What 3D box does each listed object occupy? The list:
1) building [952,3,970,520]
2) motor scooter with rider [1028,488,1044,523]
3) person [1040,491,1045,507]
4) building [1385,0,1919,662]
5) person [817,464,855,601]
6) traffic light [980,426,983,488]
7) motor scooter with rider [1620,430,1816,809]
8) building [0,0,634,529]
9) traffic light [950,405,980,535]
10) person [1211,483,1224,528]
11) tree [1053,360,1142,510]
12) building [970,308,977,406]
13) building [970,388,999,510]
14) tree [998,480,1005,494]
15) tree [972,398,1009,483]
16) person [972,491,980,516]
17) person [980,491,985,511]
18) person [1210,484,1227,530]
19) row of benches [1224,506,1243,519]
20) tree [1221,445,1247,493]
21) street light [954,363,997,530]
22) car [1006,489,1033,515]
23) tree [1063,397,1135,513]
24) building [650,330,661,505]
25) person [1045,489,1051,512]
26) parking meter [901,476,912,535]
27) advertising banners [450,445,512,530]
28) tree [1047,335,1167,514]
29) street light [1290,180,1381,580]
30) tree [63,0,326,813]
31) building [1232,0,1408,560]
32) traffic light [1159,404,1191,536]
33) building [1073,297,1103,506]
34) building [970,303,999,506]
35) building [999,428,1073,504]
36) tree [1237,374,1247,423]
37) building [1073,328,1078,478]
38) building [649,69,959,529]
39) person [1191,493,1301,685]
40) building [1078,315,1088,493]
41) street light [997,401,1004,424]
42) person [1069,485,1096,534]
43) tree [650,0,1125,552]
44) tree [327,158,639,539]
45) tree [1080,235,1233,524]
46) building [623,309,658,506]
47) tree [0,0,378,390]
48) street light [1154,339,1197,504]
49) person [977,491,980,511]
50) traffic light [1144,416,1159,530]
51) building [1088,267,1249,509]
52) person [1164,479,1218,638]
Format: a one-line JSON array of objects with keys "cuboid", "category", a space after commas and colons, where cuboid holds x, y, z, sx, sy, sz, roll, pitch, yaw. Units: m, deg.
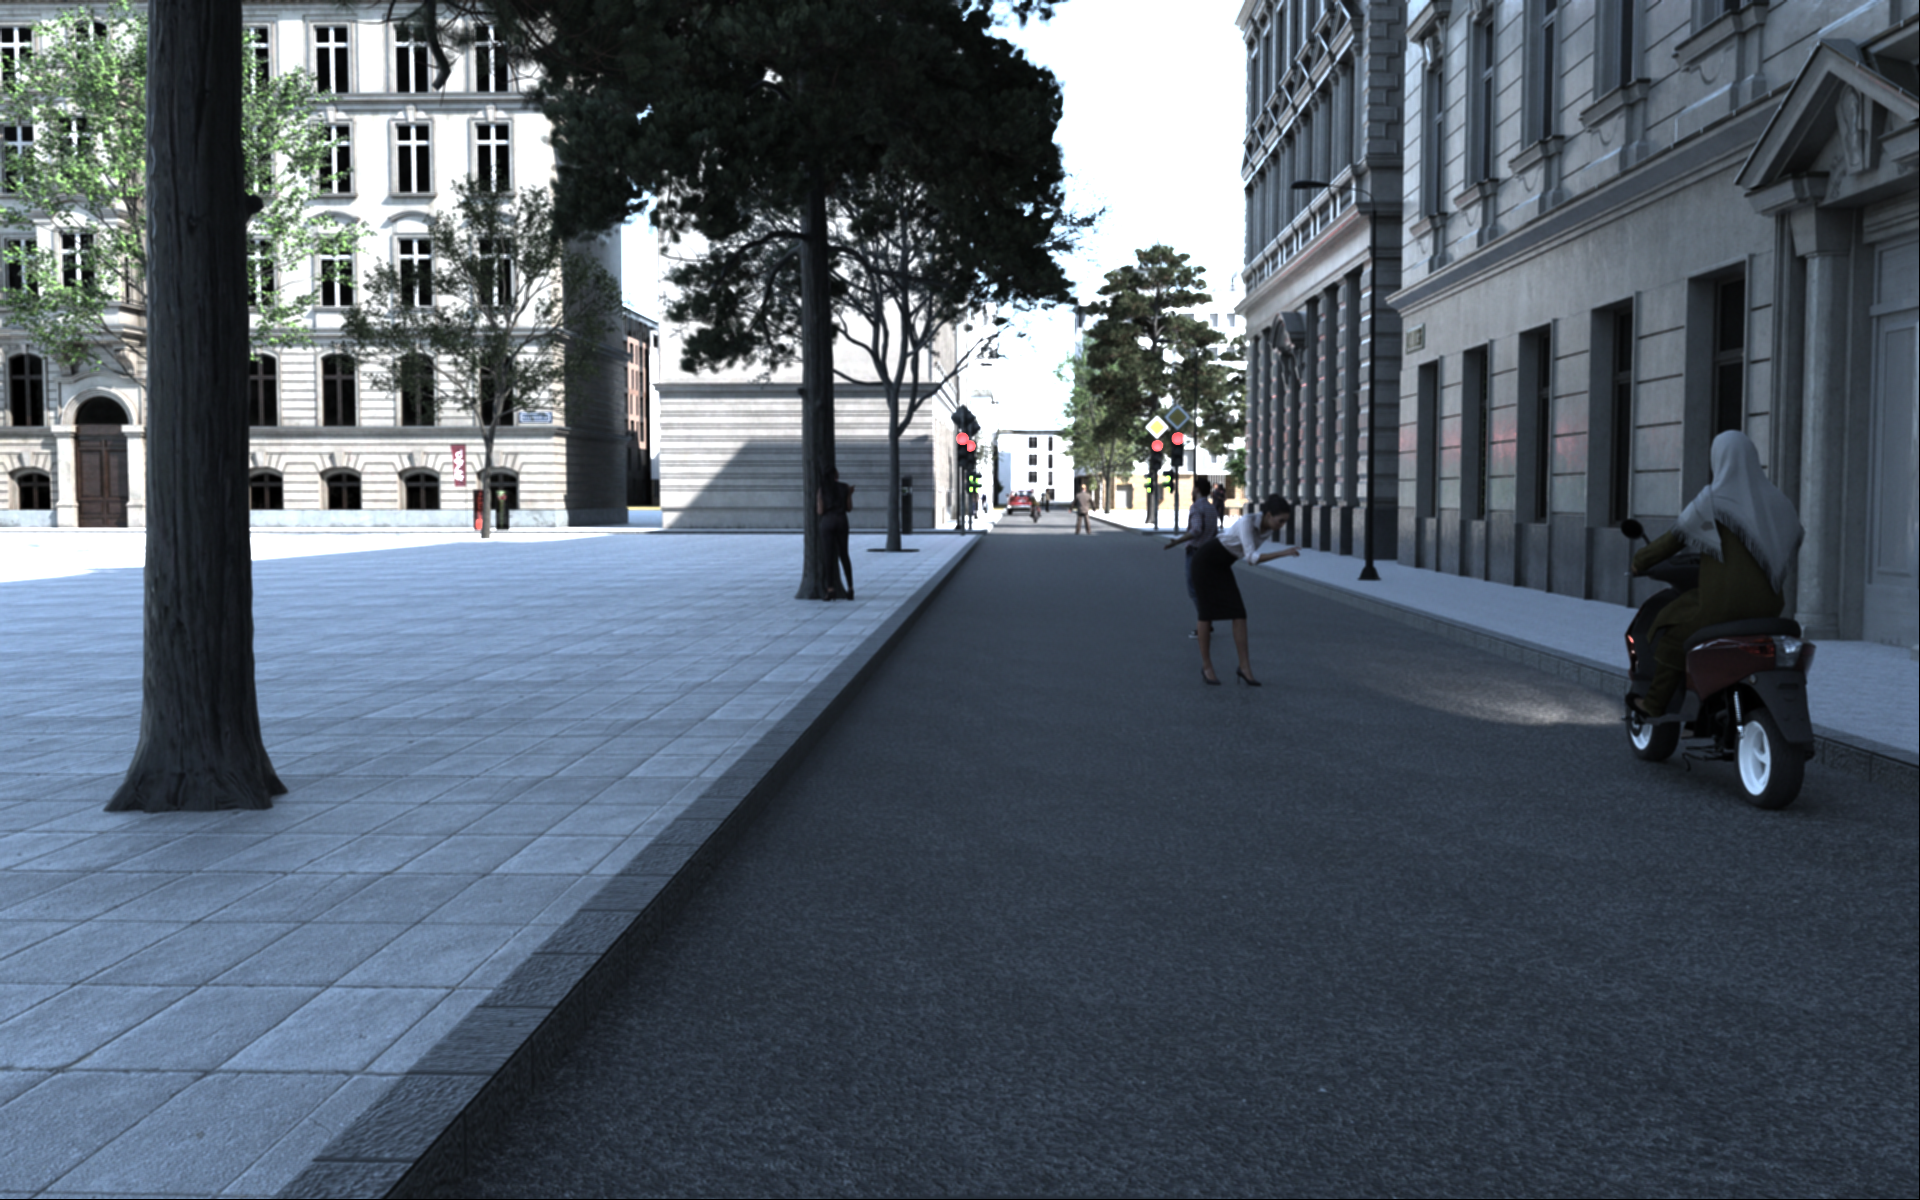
[{"cuboid": [-5.758, -16.851, 93.528, 12.078, 24.808, 19.932, 0, 4, 2], "category": "building"}, {"cuboid": [3.845, -4.799, 87.426, 0.876, 1.779, 1.986, 0, 4, 3], "category": "motor scooter with rider"}, {"cuboid": [9.349, -11.440, 195.530, 1.348, 1.826, 0.705, 0, 4, -5], "category": "person"}, {"cuboid": [15.126, -14.228, 9.049, 17.030, 29.872, 44.131, 0, 4, 2], "category": "building"}, {"cuboid": [-1.500, -0.815, 20.837, 0.415, 1.643, 0.593, 2, 4, 25], "category": "person"}, {"cuboid": [0.384, -4.424, 61.581, 0.839, 4.213, 0.868, 0, 4, 2], "category": "traffic light"}, {"cuboid": [3.740, 0.030, 8.477, 0.876, 1.779, 1.986, 0, 4, 1], "category": "motor scooter with rider"}, {"cuboid": [-31.808, -15.319, 69.550, 34.723, 24.649, 14.460, 0, 4, 2], "category": "building"}, {"cuboid": [0.109, -3.936, 53.601, 0.839, 4.213, 0.868, 0, 4, 2], "category": "traffic light"}, {"cuboid": [9.787, -3.623, 66.199, 0.530, 1.710, 0.541, -1, 4, -8], "category": "person"}, {"cuboid": [10.774, -12.907, 129.161, 7.486, 12.596, 7.792, 0, 3, 0], "category": "tree"}, {"cuboid": [-5.753, -16.817, 116.754, 13.314, 21.916, 24.055, 0, 4, 2], "category": "building"}, {"cuboid": [-1.545, -12.805, 151.505, 9.099, 9.664, 28.070, 0, 4, 2], "category": "building"}, {"cuboid": [4.588, -13.403, 213.747, 1.663, 3.219, 1.824, 0, 3, 0], "category": "tree"}, {"cuboid": [1.440, -11.222, 133.848, 4.360, 8.622, 3.978, 0, 3, 0], "category": "tree"}, {"cuboid": [0.881, -5.763, 101.087, 0.431, 1.722, 0.655, -1, 4, -21], "category": "person"}, {"cuboid": [1.690, -7.552, 132.217, 0.600, 1.496, 0.574, 0, 4, -3], "category": "person"}, {"cuboid": [9.129, -3.291, 61.313, 0.593, 1.643, 0.415, 0, 4, -7], "category": "person"}, {"cuboid": [14.626, -4.553, 89.904, 1.422, 0.672, 4.104, 3, 4, 38], "category": "row of benches"}, {"cuboid": [16.732, -7.094, 99.693, 4.285, 4.588, 4.351, 0, 3, 0], "category": "tree"}, {"cuboid": [0.488, -5.439, 61.467, 1.470, 5.913, 1.316, 0, 4, 2], "category": "street light"}, {"cuboid": [4.360, -6.900, 121.482, 2.281, 1.827, 5.304, 0, 4, 2], "category": "car"}, {"cuboid": [9.600, -10.161, 116.497, 4.737, 8.622, 4.395, 0, 3, 0], "category": "tree"}, {"cuboid": [-29.763, -21.383, 206.033, 11.380, 20.091, 16.016, 0, 4, 2], "category": "building"}, {"cuboid": [7.096, -8.055, 140.201, 0.705, 1.823, 1.348, -1, 4, -12], "category": "person"}, {"cuboid": [-1.678, -2.996, 54.695, 0.255, 1.863, 0.399, 1, 4, 16], "category": "parking meter"}, {"cuboid": [-16.971, -3.987, 61.375, 2.074, 3.025, 0.090, 0, 4, -7], "category": "advertising banners"}, {"cuboid": [9.289, -11.246, 109.631, 9.928, 11.665, 9.643, 0, 3, 0], "category": "tree"}, {"cuboid": [5.586, -3.256, 25.775, 1.470, 5.913, 1.316, 0, 4, 2], "category": "street light"}, {"cuboid": [-2.998, -6.097, 7.107, 7.806, 13.903, 7.818, 0, 3, 0], "category": "tree"}, {"cuboid": [12.978, -13.041, 42.092, 11.050, 23.489, 19.941, 0, 4, 2], "category": "building"}, {"cuboid": [6.667, -3.923, 53.392, 0.839, 4.213, 0.868, 0, 4, 2], "category": "traffic light"}, {"cuboid": [26.690, -21.497, 195.449, 27.936, 21.610, 32.646, 0, 4, 2], "category": "building"}, {"cuboid": [-10.071, -20.659, 181.751, 27.936, 21.610, 32.646, 0, 4, 2], "category": "building"}, {"cuboid": [6.833, -17.364, 226.041, 28.070, 9.664, 9.099, 0, 4, 2], "category": "building"}, {"cuboid": [15.386, -8.075, 82.392, 4.737, 8.622, 4.395, 0, 3, 0], "category": "tree"}, {"cuboid": [19.479, -19.405, 173.695, 16.016, 20.091, 11.380, 0, 4, 2], "category": "building"}, {"cuboid": [-5.654, -14.457, 72.525, 11.583, 22.565, 21.152, 0, 4, 2], "category": "building"}, {"cuboid": [2.121, -0.075, 12.919, 0.799, 1.438, 0.628, 0, 4, 8], "category": "person"}, {"cuboid": [19.463, -18.649, 161.330, 16.016, 20.091, 11.380, 0, 4, 2], "category": "building"}, {"cuboid": [1.355, -6.995, 86.902, 1.470, 5.913, 1.316, 0, 4, 2], "category": "street light"}, {"cuboid": [4.386, -3.240, 62.019, 0.990, 1.755, 0.434, 0, 4, 3], "category": "person"}, {"cuboid": [-1.404, -7.832, 38.417, 12.009, 13.543, 11.850, 0, 3, 0], "category": "tree"}, {"cuboid": [-13.497, -7.002, 48.890, 8.767, 10.594, 7.601, -1, 4, -16], "category": "tree"}, {"cuboid": [8.241, -9.269, 73.610, 6.751, 12.117, 7.091, 0, 3, 0], "category": "tree"}, {"cuboid": [-52.244, -21.825, 200.812, 32.646, 21.610, 27.936, 0, 4, 2], "category": "building"}, {"cuboid": [-16.085, -6.734, 35.862, 9.928, 11.665, 9.643, 0, 3, 0], "category": "tree"}, {"cuboid": [6.527, -4.862, 52.034, 1.470, 5.913, 1.316, 0, 4, 2], "category": "street light"}, {"cuboid": [1.334, -7.748, 133.422, 0.576, 1.737, 0.504, 1, 4, 22], "category": "person"}, {"cuboid": [6.942, -4.411, 61.372, 0.839, 4.213, 0.868, 0, 4, 2], "category": "traffic light"}, {"cuboid": [19.538, -17.930, 149.575, 16.016, 20.091, 11.380, 0, 4, 2], "category": "building"}, {"cuboid": [2.388, -0.422, 17.355, 0.435, 1.587, 0.963, 2, 4, 26], "category": "person"}]
